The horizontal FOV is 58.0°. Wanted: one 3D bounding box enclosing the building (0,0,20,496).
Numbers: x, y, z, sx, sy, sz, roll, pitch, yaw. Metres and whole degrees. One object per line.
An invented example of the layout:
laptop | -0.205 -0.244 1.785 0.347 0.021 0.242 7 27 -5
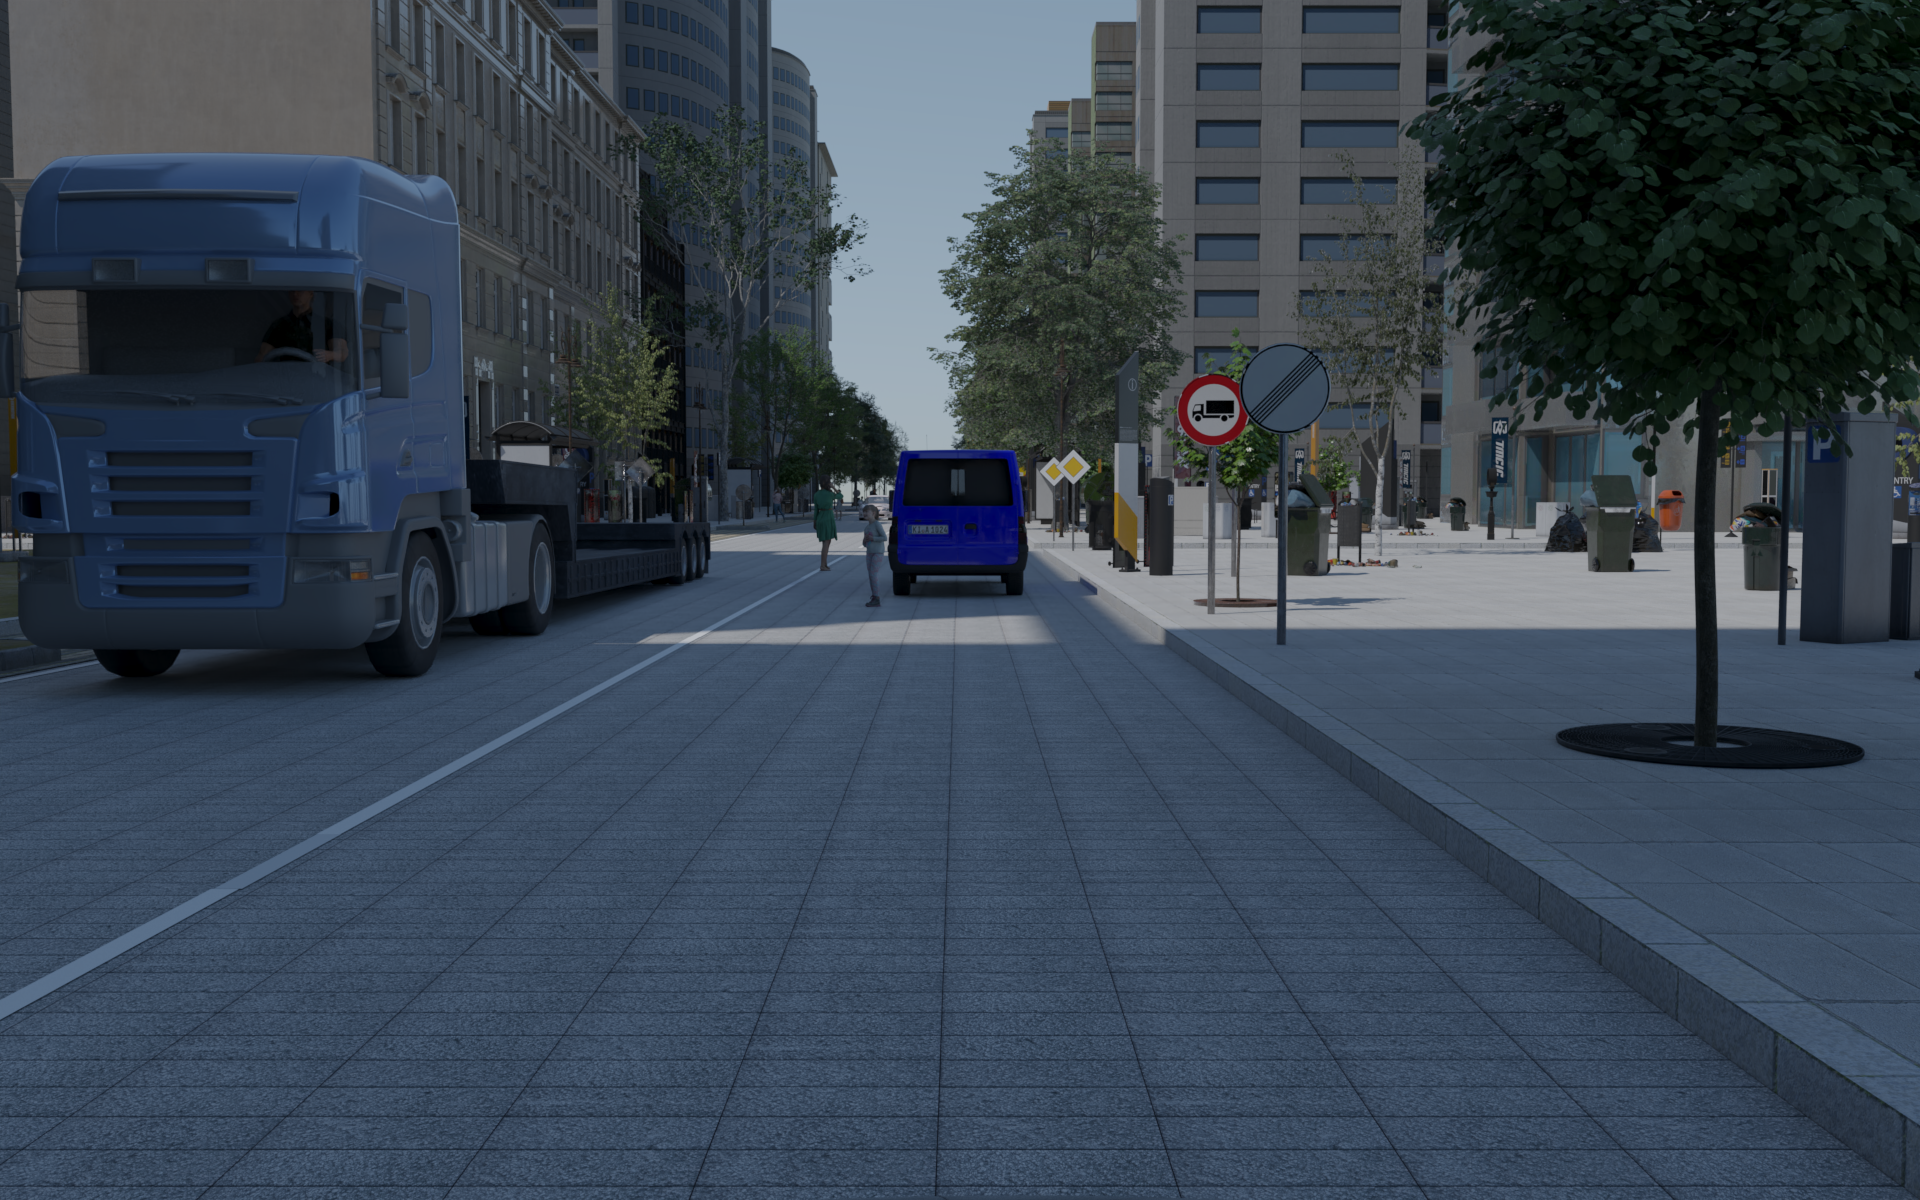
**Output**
building | -47.801 -17.230 59.211 29.804 29.767 11.434 0 3 0

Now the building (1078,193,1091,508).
building | 18.367 -24.269 168.498 14.160 30.474 14.107 0 3 0

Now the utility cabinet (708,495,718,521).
utility cabinet | -11.643 -4.363 82.489 1.020 1.237 0.306 -1 4 -17

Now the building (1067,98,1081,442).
building | 18.235 -30.504 182.334 14.154 41.232 14.086 0 3 0

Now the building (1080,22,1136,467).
building | 18.480 -28.777 154.100 14.154 41.232 14.086 0 3 0

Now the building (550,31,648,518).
building | -24.755 -18.012 91.753 12.463 27.353 25.104 0 3 0

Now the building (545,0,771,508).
building | -29.723 -38.038 163.927 21.231 58.520 28.212 0 3 0

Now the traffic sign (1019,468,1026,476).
traffic sign | 3.553 -7.719 120.085 2.265 3.308 0.079 1 4 8

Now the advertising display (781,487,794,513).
advertising display | -11.727 -6.879 117.681 0.974 1.923 0.123 -2 4 -33

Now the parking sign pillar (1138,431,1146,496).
parking sign pillar | 7.023 -5.051 71.064 1.447 3.967 1.447 -3 4 -38

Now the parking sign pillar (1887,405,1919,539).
parking sign pillar | 27.048 -3.752 49.819 1.447 3.967 1.447 -2 4 -30

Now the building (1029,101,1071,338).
building | 21.132 -44.289 266.115 21.231 58.520 28.212 0 3 0

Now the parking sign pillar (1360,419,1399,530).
parking sign pillar | 15.122 -4.530 62.538 1.447 3.967 1.447 -3 5 -44

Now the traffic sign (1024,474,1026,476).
traffic sign | 4.168 -6.378 104.386 0.768 2.556 0.104 0 4 4

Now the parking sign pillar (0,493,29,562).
parking sign pillar | -18.561 -2.717 32.891 1.447 3.967 1.447 -2 4 -35

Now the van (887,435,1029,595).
van | -0.024 -1.332 26.169 2.240 2.365 5.245 0 3 0

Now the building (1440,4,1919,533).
building | 34.216 -27.311 66.146 30.456 49.044 23.786 0 3 0

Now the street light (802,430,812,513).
street light | -10.657 -8.945 119.046 0.468 5.910 1.993 0 3 0

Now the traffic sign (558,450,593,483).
traffic sign | -8.650 -2.160 38.954 0.795 2.450 0.064 0 3 0

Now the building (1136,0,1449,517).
building | 21.345 -34.494 105.980 21.231 58.520 28.212 0 3 0

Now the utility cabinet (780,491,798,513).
utility cabinet | -11.741 -6.736 118.806 1.173 1.500 0.318 -2 4 -30

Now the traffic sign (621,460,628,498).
traffic sign | -12.428 -3.918 64.162 0.768 2.556 0.104 0 4 7

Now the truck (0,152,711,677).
truck | -5.449 -1.882 20.523 2.967 4.110 18.799 0 4 0

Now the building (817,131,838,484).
building | -32.990 -40.698 254.651 28.713 52.752 27.495 0 3 0

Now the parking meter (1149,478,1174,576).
parking meter | 3.171 -1.153 27.270 0.372 1.533 0.369 0 3 0

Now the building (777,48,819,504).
building | -30.196 -41.876 226.674 21.231 58.520 28.212 0 3 0

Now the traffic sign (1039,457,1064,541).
traffic sign | 2.544 -2.647 46.920 0.795 2.450 0.064 0 3 0

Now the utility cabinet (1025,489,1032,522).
utility cabinet | 2.942 -4.319 79.294 0.318 1.500 1.173 1 4 22

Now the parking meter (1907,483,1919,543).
parking meter | 20.956 -1.804 37.910 0.372 1.533 0.369 0 3 0

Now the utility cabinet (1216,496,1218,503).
utility cabinet | 10.335 -3.760 72.629 1.020 1.237 0.306 -2 4 -27

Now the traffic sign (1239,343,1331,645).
traffic sign | 2.739 -0.892 14.688 0.768 2.556 0.104 0 4 2

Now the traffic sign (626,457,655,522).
traffic sign | -8.651 -2.648 46.939 0.795 2.450 0.064 0 3 0

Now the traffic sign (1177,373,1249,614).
traffic sign | 2.682 -1.120 18.411 0.768 2.556 0.104 0 4 3

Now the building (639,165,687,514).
building | -25.229 -17.299 112.520 12.332 23.373 15.834 0 3 0

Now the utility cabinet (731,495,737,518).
utility cabinet | -11.917 -4.916 91.536 0.306 1.237 1.020 0 4 -5

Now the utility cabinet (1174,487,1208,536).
utility cabinet | 7.019 -2.708 52.949 1.173 1.500 0.318 1 4 16

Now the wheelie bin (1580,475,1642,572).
wheelie bin | 10.697 -1.265 28.584 0.980 1.594 0.693 0 4 0

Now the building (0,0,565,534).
building | -24.019 -16.459 66.373 12.463 27.353 25.104 0 3 0

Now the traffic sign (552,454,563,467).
traffic sign | -12.914 -3.389 55.509 0.768 2.556 0.104 1 4 10

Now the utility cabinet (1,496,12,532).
utility cabinet | -32.263 -2.927 59.020 0.306 1.237 1.020 2 4 33

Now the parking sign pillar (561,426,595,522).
parking sign pillar | -15.065 -4.877 68.212 1.447 3.967 1.447 1 4 19

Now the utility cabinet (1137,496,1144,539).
utility cabinet | 5.204 -2.369 49.903 1.020 1.237 0.306 -2 4 -25

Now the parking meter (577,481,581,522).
parking meter | -14.717 -3.710 66.366 0.255 1.863 0.399 1 4 18

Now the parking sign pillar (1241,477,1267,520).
parking sign pillar | 14.604 -5.963 85.963 1.447 3.967 1.447 -3 5 -40

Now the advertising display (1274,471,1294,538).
advertising display | 9.292 -2.721 49.705 0.123 1.923 0.974 -1 4 -17

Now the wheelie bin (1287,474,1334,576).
wheelie bin | 5.446 -1.184 27.274 0.693 1.594 0.980 2 4 31

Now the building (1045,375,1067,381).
building | 25.601 -24.024 237.836 27.650 21.520 28.899 0 3 0

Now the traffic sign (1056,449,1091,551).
traffic sign | 2.544 -2.159 38.935 0.795 2.450 0.064 0 3 0

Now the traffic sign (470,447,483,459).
traffic sign | -13.127 -2.825 46.294 0.768 2.556 0.104 0 4 3

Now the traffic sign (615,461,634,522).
traffic sign | -10.312 -3.129 53.284 0.606 2.300 0.079 0 4 2

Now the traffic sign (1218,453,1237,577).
traffic sign | 4.242 -1.631 26.770 0.768 2.556 0.104 1 4 9

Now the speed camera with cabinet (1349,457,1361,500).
speed camera with cabinet | 21.487 -5.984 92.166 0.660 3.252 2.038 3 5 43

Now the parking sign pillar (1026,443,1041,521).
parking sign pillar | 3.483 -5.815 83.550 1.447 3.967 1.447 0 4 -7

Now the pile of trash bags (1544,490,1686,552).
pile of trash bags | 14.874 -1.769 38.682 3.447 1.369 1.912 -2 4 -28
